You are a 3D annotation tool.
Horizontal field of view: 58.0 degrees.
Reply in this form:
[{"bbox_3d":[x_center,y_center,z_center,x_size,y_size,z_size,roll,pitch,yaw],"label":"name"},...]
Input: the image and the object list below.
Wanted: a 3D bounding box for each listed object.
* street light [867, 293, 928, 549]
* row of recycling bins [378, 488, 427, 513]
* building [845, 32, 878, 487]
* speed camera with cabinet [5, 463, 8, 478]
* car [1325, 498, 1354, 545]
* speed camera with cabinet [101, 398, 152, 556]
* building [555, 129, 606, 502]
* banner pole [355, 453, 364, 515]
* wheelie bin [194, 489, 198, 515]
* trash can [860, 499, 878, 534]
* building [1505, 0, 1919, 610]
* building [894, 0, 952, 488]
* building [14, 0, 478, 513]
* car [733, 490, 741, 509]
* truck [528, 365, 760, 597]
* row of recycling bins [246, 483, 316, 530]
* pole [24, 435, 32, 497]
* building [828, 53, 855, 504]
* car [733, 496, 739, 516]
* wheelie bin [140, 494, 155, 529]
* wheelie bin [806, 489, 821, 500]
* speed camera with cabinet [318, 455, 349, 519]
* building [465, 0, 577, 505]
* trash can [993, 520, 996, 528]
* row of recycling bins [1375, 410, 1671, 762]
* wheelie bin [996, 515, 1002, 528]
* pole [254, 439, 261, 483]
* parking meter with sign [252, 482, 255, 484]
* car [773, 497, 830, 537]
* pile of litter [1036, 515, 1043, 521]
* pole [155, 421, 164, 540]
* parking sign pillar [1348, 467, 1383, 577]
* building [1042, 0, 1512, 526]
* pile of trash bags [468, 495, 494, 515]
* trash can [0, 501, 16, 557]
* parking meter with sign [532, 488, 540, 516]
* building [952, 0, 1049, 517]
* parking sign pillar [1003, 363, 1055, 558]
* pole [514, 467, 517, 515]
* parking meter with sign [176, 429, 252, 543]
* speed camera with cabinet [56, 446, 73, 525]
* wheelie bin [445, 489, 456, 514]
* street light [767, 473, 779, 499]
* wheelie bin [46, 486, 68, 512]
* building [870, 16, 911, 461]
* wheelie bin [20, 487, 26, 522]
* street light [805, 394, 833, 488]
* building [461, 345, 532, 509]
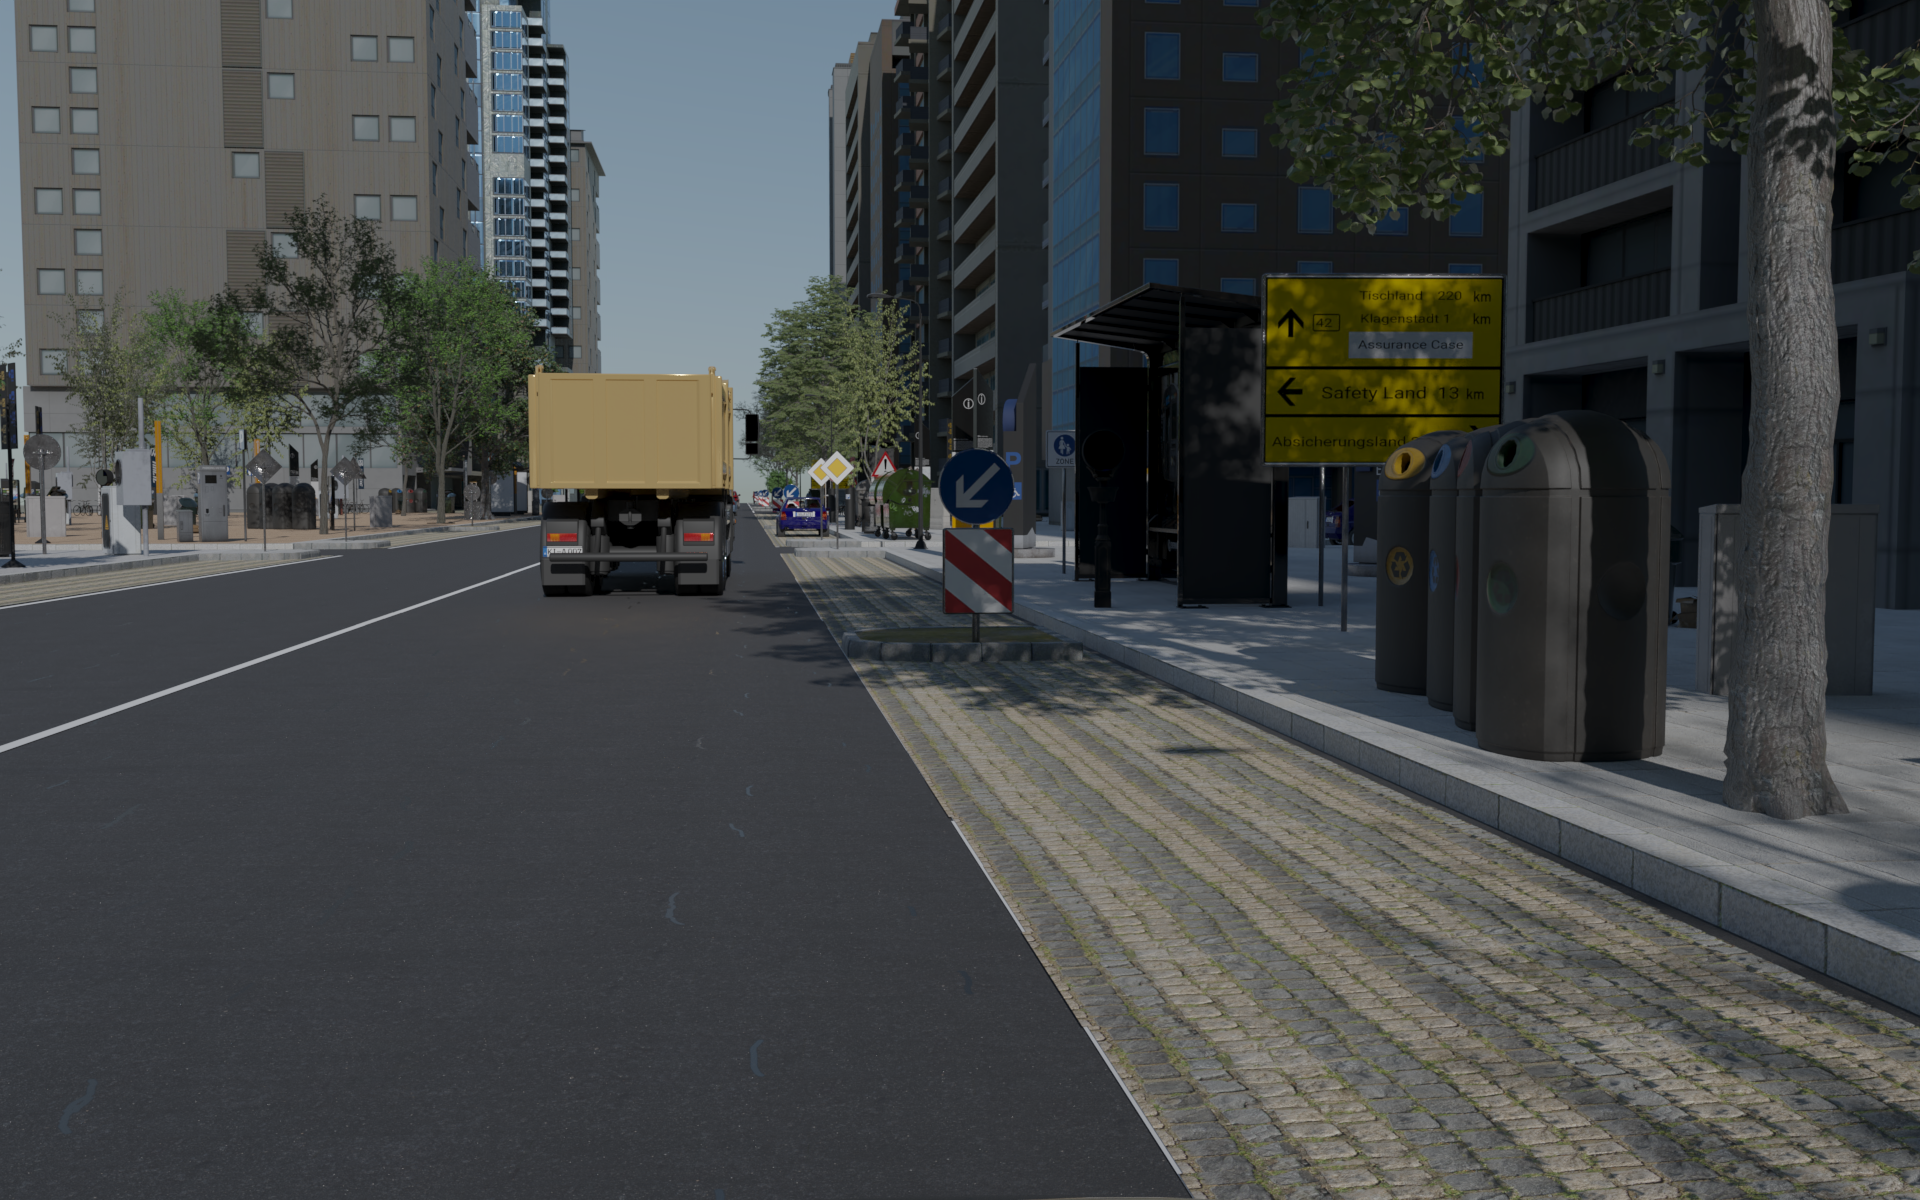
[{"bbox_3d":[-1.456,-4.141,40.251,1.470,5.913,1.316,0,4,-7],"label":"street light"},{"bbox_3d":[-37.684,-6.724,117.044,1.069,1.692,3.534,3,5,39],"label":"row of recycling bins"},{"bbox_3d":[-0.600,-34.059,180.561,21.300,48.544,21.600,0,4,-7],"label":"building"},{"bbox_3d":[-60.709,-7.042,109.480,0.660,3.252,2.038,1,4,22],"label":"speed camera with cabinet"},{"bbox_3d":[11.411,-1.985,45.034,3.894,1.354,1.945,0,4,-5],"label":"car"},{"bbox_3d":[-17.419,-2.557,36.145,0.660,3.252,2.038,-3,4,-37],"label":"speed camera with cabinet"},{"bbox_3d":[-66.819,-40.556,252.323,28.713,52.752,27.495,0,4,-7],"label":"building"},{"bbox_3d":[-36.625,-7.068,105.580,0.863,3.779,0.401,2,4,26],"label":"banner pole"},{"bbox_3d":[-45.862,-5.920,104.699,0.693,1.594,0.980,2,4,28],"label":"wheelie bin"},{"bbox_3d":[-2.873,-2.702,55.825,0.748,1.137,0.748,0,3,0],"label":"trash can"},{"bbox_3d":[19.910,-35.751,22.775,20.563,71.187,20.611,0,4,-7],"label":"building"},{"bbox_3d":[6.160,-29.797,141.807,22.147,44.769,28.867,0,4,-7],"label":"building"},{"bbox_3d":[-51.697,-33.132,130.950,28.713,52.752,27.495,0,4,-7],"label":"building"},{"bbox_3d":[-22.938,-9.983,171.888,2.281,1.827,5.304,0,4,-6],"label":"car"},{"bbox_3d":[-4.984,-1.956,27.899,3.469,3.379,9.791,0,4,-6],"label":"truck"},{"bbox_3d":[-24.772,-3.426,63.132,3.534,1.692,1.069,2,4,34],"label":"row of recycling bins"},{"bbox_3d":[-32.108,-4.027,59.682,0.158,3.312,0.155,0,3,0],"label":"pole"},{"bbox_3d":[-7.544,-42.669,239.630,21.231,58.520,28.212,0,4,-7],"label":"building"},{"bbox_3d":[-15.684,-6.302,115.039,2.014,1.417,4.499,0,4,-7],"label":"car"},{"bbox_3d":[-29.978,-3.399,63.483,0.693,1.594,0.980,0,4,-2],"label":"wheelie bin"},{"bbox_3d":[-8.502,-5.657,100.407,0.980,1.594,0.693,-2,4,-34],"label":"wheelie bin"},{"bbox_3d":[-32.112,-5.773,88.732,2.038,3.252,0.660,3,5,41],"label":"speed camera with cabinet"},{"bbox_3d":[-60.629,-55.656,222.647,22.319,86.520,31.000,0,4,-7],"label":"building"},{"bbox_3d":[0.541,-1.768,40.554,0.748,1.137,0.748,0,3,0],"label":"trash can"},{"bbox_3d":[3.153,-0.174,9.964,1.069,1.692,3.534,0,4,3],"label":"row of recycling bins"},{"bbox_3d":[0.999,-2.929,55.796,0.980,1.594,0.693,0,4,-3],"label":"wheelie bin"},{"bbox_3d":[-26.212,-4.331,64.651,0.158,3.312,0.155,0,3,0],"label":"pole"},{"bbox_3d":[-45.809,-7.085,112.098,0.543,3.016,1.738,-2,4,-23],"label":"parking meter with sign"},{"bbox_3d":[-5.342,-2.813,58.572,1.945,1.354,3.894,0,4,-7],"label":"car"},{"bbox_3d":[3.348,-4.093,80.893,1.719,0.858,1.176,-1,4,-20],"label":"pile of litter"},{"bbox_3d":[-22.356,-3.335,48.364,0.158,3.312,0.155,0,3,0],"label":"pole"},{"bbox_3d":[6.808,-2.366,27.162,1.447,3.967,1.447,-2,4,-32],"label":"parking sign pillar"},{"bbox_3d":[11.261,-25.389,65.227,14.200,45.320,14.600,0,4,-7],"label":"building"},{"bbox_3d":[-29.961,-6.061,108.850,1.912,1.369,3.447,-1,4,-13],"label":"pile of trash bags"},{"bbox_3d":[-19.578,-1.438,35.166,0.748,1.137,0.748,0,3,0],"label":"trash can"},{"bbox_3d":[-25.568,-6.607,104.289,0.543,3.016,1.738,-1,4,-12],"label":"parking meter with sign"},{"bbox_3d":[11.339,-29.563,107.056,21.300,48.544,21.600,0,4,-7],"label":"building"},{"bbox_3d":[1.217,-2.857,35.184,1.447,3.967,1.447,1,4,14],"label":"parking sign pillar"},{"bbox_3d":[-27.257,-6.872,106.202,0.158,3.312,0.155,0,3,0],"label":"pole"},{"bbox_3d":[-20.006,-3.061,46.302,1.738,3.016,0.543,-2,4,-34],"label":"parking meter with sign"},{"bbox_3d":[-37.574,-4.780,72.495,0.660,3.252,2.038,-2,4,-32],"label":"speed camera with cabinet"},{"bbox_3d":[-33.579,-6.474,113.762,0.980,1.594,0.693,1,4,11],"label":"wheelie bin"},{"bbox_3d":[-21.397,-13.833,198.707,1.470,5.913,1.316,0,4,-7],"label":"street light"},{"bbox_3d":[-36.380,-3.786,69.804,0.693,1.594,0.980,0,4,-2],"label":"wheelie bin"},{"bbox_3d":[-0.973,-31.342,162.557,14.600,45.320,14.200,0,4,-7],"label":"building"},{"bbox_3d":[-42.164,-4.328,78.665,0.980,1.594,0.693,-1,4,-20],"label":"wheelie bin"},{"bbox_3d":[-6.519,-6.609,80.598,1.470,5.913,1.316,0,4,-7],"label":"street light"},{"bbox_3d":[-55.299,-19.252,159.817,27.650,21.520,28.899,0,4,-7],"label":"building"}]
